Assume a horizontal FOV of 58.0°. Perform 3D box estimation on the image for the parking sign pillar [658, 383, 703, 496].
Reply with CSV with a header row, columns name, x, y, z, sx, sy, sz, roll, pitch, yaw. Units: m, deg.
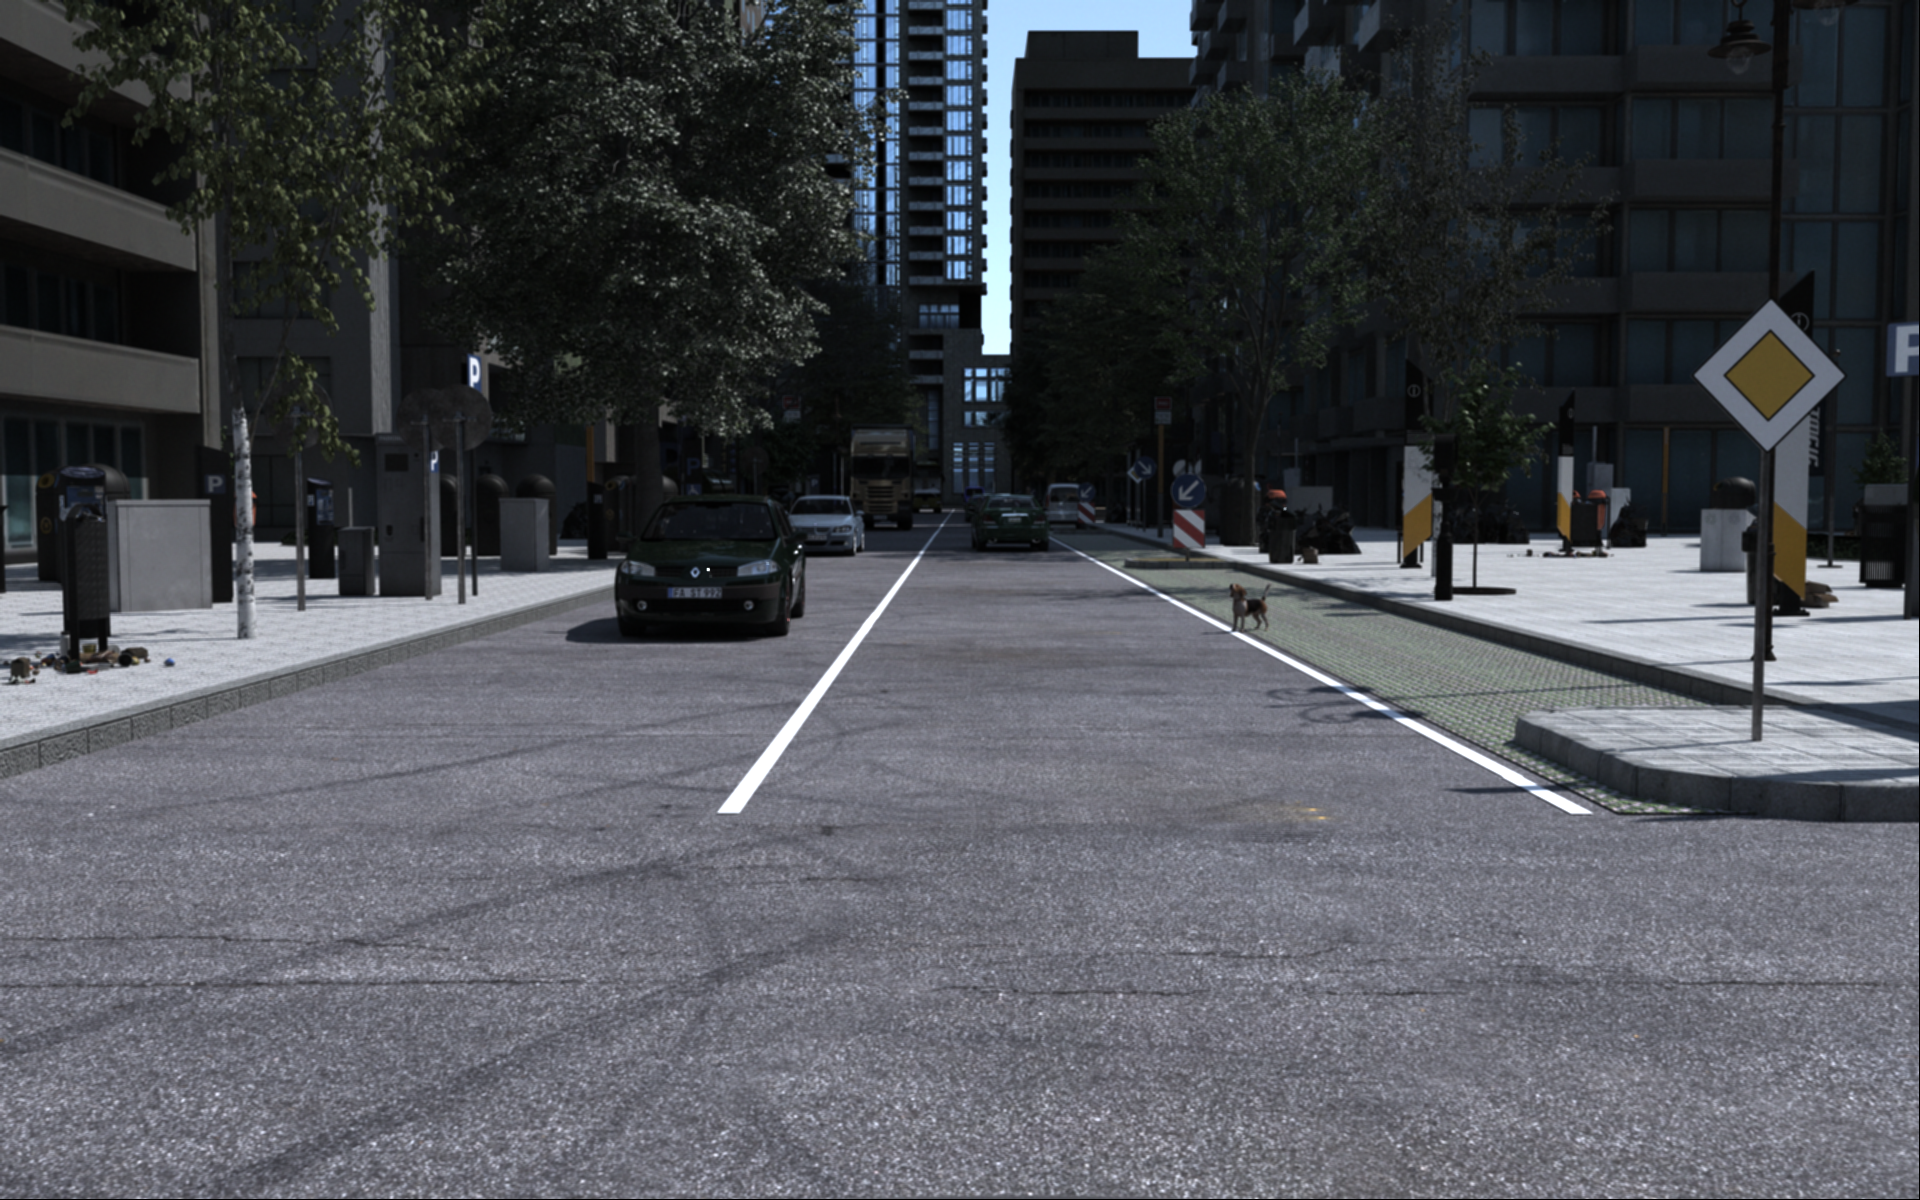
name,x,y,z,sx,sy,sz,roll,pitch,yaw
parking sign pillar,-6.318,-3.192,40.656,1.447,3.967,1.447,-1,4,-14

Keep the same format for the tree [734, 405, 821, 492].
name,x,y,z,sx,sy,sz,roll,pitch,yaw
tree,-6.786,-4.912,64.023,4.285,4.588,4.351,0,3,0

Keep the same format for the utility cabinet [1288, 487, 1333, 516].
name,x,y,z,sx,sy,sz,roll,pitch,yaw
utility cabinet,10.377,-2.594,51.093,1.173,1.500,0.318,1,4,15

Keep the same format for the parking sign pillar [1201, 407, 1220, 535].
name,x,y,z,sx,sy,sz,roll,pitch,yaw
parking sign pillar,7.835,-4.026,54.298,1.447,3.967,1.447,0,4,2

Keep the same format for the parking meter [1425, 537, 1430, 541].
name,x,y,z,sx,sy,sz,roll,pitch,yaw
parking meter,12.621,-2.368,47.131,0.372,1.533,0.369,0,3,0

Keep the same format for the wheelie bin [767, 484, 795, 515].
name,x,y,z,sx,sy,sz,roll,pitch,yaw
wheelie bin,-5.613,-2.823,54.066,0.980,1.594,0.693,-1,4,-18

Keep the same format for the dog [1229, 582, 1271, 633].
name,x,y,z,sx,sy,sz,roll,pitch,yaw
dog,3.025,0.076,18.041,0.406,0.507,0.540,1,4,12

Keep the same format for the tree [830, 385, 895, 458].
name,x,y,z,sx,sy,sz,roll,pitch,yaw
tree,-6.409,-9.798,110.558,4.360,8.622,3.978,0,3,0

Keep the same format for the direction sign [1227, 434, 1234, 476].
name,x,y,z,sx,sy,sz,roll,pitch,yaw
direction sign,10.212,-4.493,65.464,0.379,3.537,0.876,0,4,-6

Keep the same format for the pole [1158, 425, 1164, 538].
name,x,y,z,sx,sy,sz,roll,pitch,yaw
pole,5.909,-3.495,50.994,0.158,3.312,0.155,0,3,0

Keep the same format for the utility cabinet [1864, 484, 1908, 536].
name,x,y,z,sx,sy,sz,roll,pitch,yaw
utility cabinet,20.508,-1.793,37.999,1.173,1.500,0.318,3,4,38

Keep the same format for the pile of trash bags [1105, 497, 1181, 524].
name,x,y,z,sx,sy,sz,roll,pitch,yaw
pile of trash bags,8.065,-4.048,75.942,3.447,1.369,1.912,1,4,9

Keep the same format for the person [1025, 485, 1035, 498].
name,x,y,z,sx,sy,sz,roll,pitch,yaw
person,2.370,-3.150,60.757,0.760,1.731,0.466,2,4,35

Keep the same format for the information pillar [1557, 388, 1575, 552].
name,x,y,z,sx,sy,sz,roll,pitch,yaw
information pillar,13.408,-2.872,38.314,0.504,3.616,0.183,-3,5,-39

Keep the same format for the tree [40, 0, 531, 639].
name,x,y,z,sx,sy,sz,roll,pitch,yaw
tree,-6.100,-3.964,15.169,4.737,8.622,4.395,0,3,0

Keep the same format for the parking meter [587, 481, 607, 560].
name,x,y,z,sx,sy,sz,roll,pitch,yaw
parking meter,-7.137,-1.569,34.069,0.372,1.533,0.369,0,3,0

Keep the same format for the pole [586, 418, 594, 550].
name,x,y,z,sx,sy,sz,roll,pitch,yaw
pole,-8.480,-2.806,39.724,0.158,3.312,0.155,0,3,0

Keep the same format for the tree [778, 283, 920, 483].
name,x,y,z,sx,sy,sz,roll,pitch,yaw
tree,-5.930,-10.716,93.334,7.486,12.596,7.792,0,3,0

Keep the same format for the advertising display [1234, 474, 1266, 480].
name,x,y,z,sx,sy,sz,roll,pitch,yaw
advertising display,9.610,-3.177,57.155,0.974,1.923,0.123,2,4,31

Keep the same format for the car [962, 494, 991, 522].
name,x,y,z,sx,sy,sz,roll,pitch,yaw
car,1.189,-4.740,89.290,2.131,1.459,4.920,0,4,-1

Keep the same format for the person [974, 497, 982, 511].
name,x,y,z,sx,sy,sz,roll,pitch,yaw
person,0.829,-3.592,71.508,0.475,1.303,0.640,-1,4,-12

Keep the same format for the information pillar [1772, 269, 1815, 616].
name,x,y,z,sx,sy,sz,roll,pitch,yaw
information pillar,8.669,-1.640,18.165,0.504,3.616,0.183,0,4,2

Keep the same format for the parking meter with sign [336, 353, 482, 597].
name,x,y,z,sx,sy,sz,roll,pitch,yaw
parking meter with sign,-6.949,-1.562,21.805,1.738,3.016,0.543,0,4,2

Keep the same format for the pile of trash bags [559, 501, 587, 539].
name,x,y,z,sx,sy,sz,roll,pitch,yaw
pile of trash bags,-10.208,-2.496,50.564,1.912,1.369,3.447,1,4,14

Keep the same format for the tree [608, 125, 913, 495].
name,x,y,z,sx,sy,sz,roll,pitch,yaw
tree,-6.433,-8.868,55.355,12.009,13.543,11.850,0,3,0

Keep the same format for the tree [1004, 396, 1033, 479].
name,x,y,z,sx,sy,sz,roll,pitch,yaw
tree,7.371,-14.187,150.078,7.486,12.596,7.792,0,3,0

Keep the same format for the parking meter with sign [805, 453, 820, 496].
name,x,y,z,sx,sy,sz,roll,pitch,yaw
parking meter with sign,-5.758,-4.348,67.355,0.543,3.016,1.738,-1,4,-19

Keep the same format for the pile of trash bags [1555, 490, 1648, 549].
name,x,y,z,sx,sy,sz,roll,pitch,yaw
pile of trash bags,15.550,-1.958,41.763,1.912,1.369,3.447,2,4,26

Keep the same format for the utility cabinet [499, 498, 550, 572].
name,x,y,z,sx,sy,sz,roll,pitch,yaw
utility cabinet,-7.232,-1.077,28.774,1.020,1.237,0.306,3,5,41

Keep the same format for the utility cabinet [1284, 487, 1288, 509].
name,x,y,z,sx,sy,sz,roll,pitch,yaw
utility cabinet,10.986,-2.910,56.256,1.173,1.500,0.318,2,4,24

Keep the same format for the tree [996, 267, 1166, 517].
name,x,y,z,sx,sy,sz,roll,pitch,yaw
tree,7.434,-11.716,98.213,9.857,13.997,8.962,0,3,0

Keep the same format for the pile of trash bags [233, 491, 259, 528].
name,x,y,z,sx,sy,sz,roll,pitch,yaw
pile of trash bags,-18.097,-1.864,40.237,3.447,1.369,1.912,-3,4,-38

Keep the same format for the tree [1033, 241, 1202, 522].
name,x,y,z,sx,sy,sz,roll,pitch,yaw
tree,7.189,-9.792,78.227,7.486,12.596,7.792,0,3,0

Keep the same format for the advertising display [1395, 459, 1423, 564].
name,x,y,z,sx,sy,sz,roll,pitch,yaw
advertising display,8.387,-1.650,32.187,0.123,1.923,0.974,3,5,43

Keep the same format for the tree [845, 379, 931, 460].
name,x,y,z,sx,sy,sz,roll,pitch,yaw
tree,-6.435,-13.869,152.518,9.928,11.665,9.643,0,3,0

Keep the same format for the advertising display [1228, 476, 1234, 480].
name,x,y,z,sx,sy,sz,roll,pitch,yaw
advertising display,10.025,-3.459,61.768,0.974,1.923,0.123,1,4,10

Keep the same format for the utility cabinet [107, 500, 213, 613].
name,x,y,z,sx,sy,sz,roll,pitch,yaw
utility cabinet,-8.828,-0.486,19.109,0.306,1.237,1.020,3,5,43

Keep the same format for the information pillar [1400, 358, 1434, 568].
name,x,y,z,sx,sy,sz,roll,pitch,yaw
information pillar,7.905,-2.360,29.939,0.504,3.616,0.183,0,4,3

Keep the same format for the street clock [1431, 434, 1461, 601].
name,x,y,z,sx,sy,sz,roll,pitch,yaw
street clock,5.848,-0.998,20.880,0.358,2.002,0.471,2,4,24

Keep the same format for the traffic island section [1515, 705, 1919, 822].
name,x,y,z,sx,sy,sz,roll,pitch,yaw
traffic island section,4.164,0.811,9.020,2.009,0.180,2.903,0,4,0

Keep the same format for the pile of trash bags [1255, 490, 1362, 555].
name,x,y,z,sx,sy,sz,roll,pitch,yaw
pile of trash bags,7.404,-1.731,38.060,1.912,1.369,3.447,-1,4,-10

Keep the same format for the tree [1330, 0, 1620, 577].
name,x,y,z,sx,sy,sz,roll,pitch,yaw
tree,7.422,-4.646,26.324,4.360,8.622,3.978,0,3,0

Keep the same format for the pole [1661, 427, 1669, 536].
name,x,y,z,sx,sy,sz,roll,pitch,yaw
pole,21.452,-3.599,52.679,0.158,3.312,0.155,0,3,0

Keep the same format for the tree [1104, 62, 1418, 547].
name,x,y,z,sx,sy,sz,roll,pitch,yaw
tree,7.223,-7.117,42.114,9.928,11.665,9.643,0,3,0

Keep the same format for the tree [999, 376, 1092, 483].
name,x,y,z,sx,sy,sz,roll,pitch,yaw
tree,6.687,-11.189,117.351,8.767,10.594,7.601,1,4,9

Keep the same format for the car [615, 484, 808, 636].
name,x,y,z,sx,sy,sz,roll,pitch,yaw
car,-2.621,-0.548,18.750,2.009,1.686,4.222,0,4,-2

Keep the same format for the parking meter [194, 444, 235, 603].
name,x,y,z,sx,sy,sz,roll,pitch,yaw
parking meter,-8.784,-0.900,20.431,0.399,1.863,0.255,-2,4,-33

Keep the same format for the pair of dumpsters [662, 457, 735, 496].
name,x,y,z,sx,sy,sz,roll,pitch,yaw
pair of dumpsters,-6.799,-2.562,44.377,1.574,2.255,4.437,0,4,0

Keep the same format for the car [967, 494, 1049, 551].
name,x,y,z,sx,sy,sz,roll,pitch,yaw
car,1.266,-2.013,44.709,2.131,1.459,4.920,0,4,-2

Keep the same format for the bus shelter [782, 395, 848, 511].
name,x,y,z,sx,sy,sz,roll,pitch,yaw
bus shelter,-6.109,-5.838,73.083,2.179,5.291,8.768,0,4,0

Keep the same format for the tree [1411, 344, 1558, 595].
name,x,y,z,sx,sy,sz,roll,pitch,yaw
tree,6.669,-1.709,22.543,1.663,3.219,1.824,0,3,0

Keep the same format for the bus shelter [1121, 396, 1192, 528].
name,x,y,z,sx,sy,sz,roll,pitch,yaw
bus shelter,7.630,-5.581,68.876,2.179,5.291,8.768,0,4,0

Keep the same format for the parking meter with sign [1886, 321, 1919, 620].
name,x,y,z,sx,sy,sz,roll,pitch,yaw
parking meter with sign,10.308,-1.335,18.091,1.738,3.016,0.543,-3,4,-39

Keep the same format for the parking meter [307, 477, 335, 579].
name,x,y,z,sx,sy,sz,roll,pitch,yaw
parking meter,-9.689,-1.092,26.264,0.372,1.533,0.369,0,3,0

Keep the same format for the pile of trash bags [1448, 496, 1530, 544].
name,x,y,z,sx,sy,sz,roll,pitch,yaw
pile of trash bags,14.316,-2.154,44.972,3.447,1.369,1.912,1,4,12

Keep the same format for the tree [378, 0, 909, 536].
name,x,y,z,sx,sy,sz,roll,pitch,yaw
tree,-5.794,-7.658,31.869,9.857,13.997,8.962,0,3,0

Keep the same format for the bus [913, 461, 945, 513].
name,x,y,z,sx,sy,sz,roll,pitch,yaw
bus,-2.603,-8.628,132.608,2.896,3.916,12.252,0,4,0

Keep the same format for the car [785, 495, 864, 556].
name,x,y,z,sx,sy,sz,roll,pitch,yaw
car,-3.258,-1.799,41.408,2.014,1.417,4.499,0,4,1

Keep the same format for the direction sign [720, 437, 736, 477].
name,x,y,z,sx,sy,sz,roll,pitch,yaw
direction sign,-9.288,-4.738,69.464,0.876,3.537,0.379,3,5,40

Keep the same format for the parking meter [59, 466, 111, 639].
name,x,y,z,sx,sy,sz,roll,pitch,yaw
parking meter,-7.807,-0.431,15.451,0.372,1.533,0.369,0,3,0
